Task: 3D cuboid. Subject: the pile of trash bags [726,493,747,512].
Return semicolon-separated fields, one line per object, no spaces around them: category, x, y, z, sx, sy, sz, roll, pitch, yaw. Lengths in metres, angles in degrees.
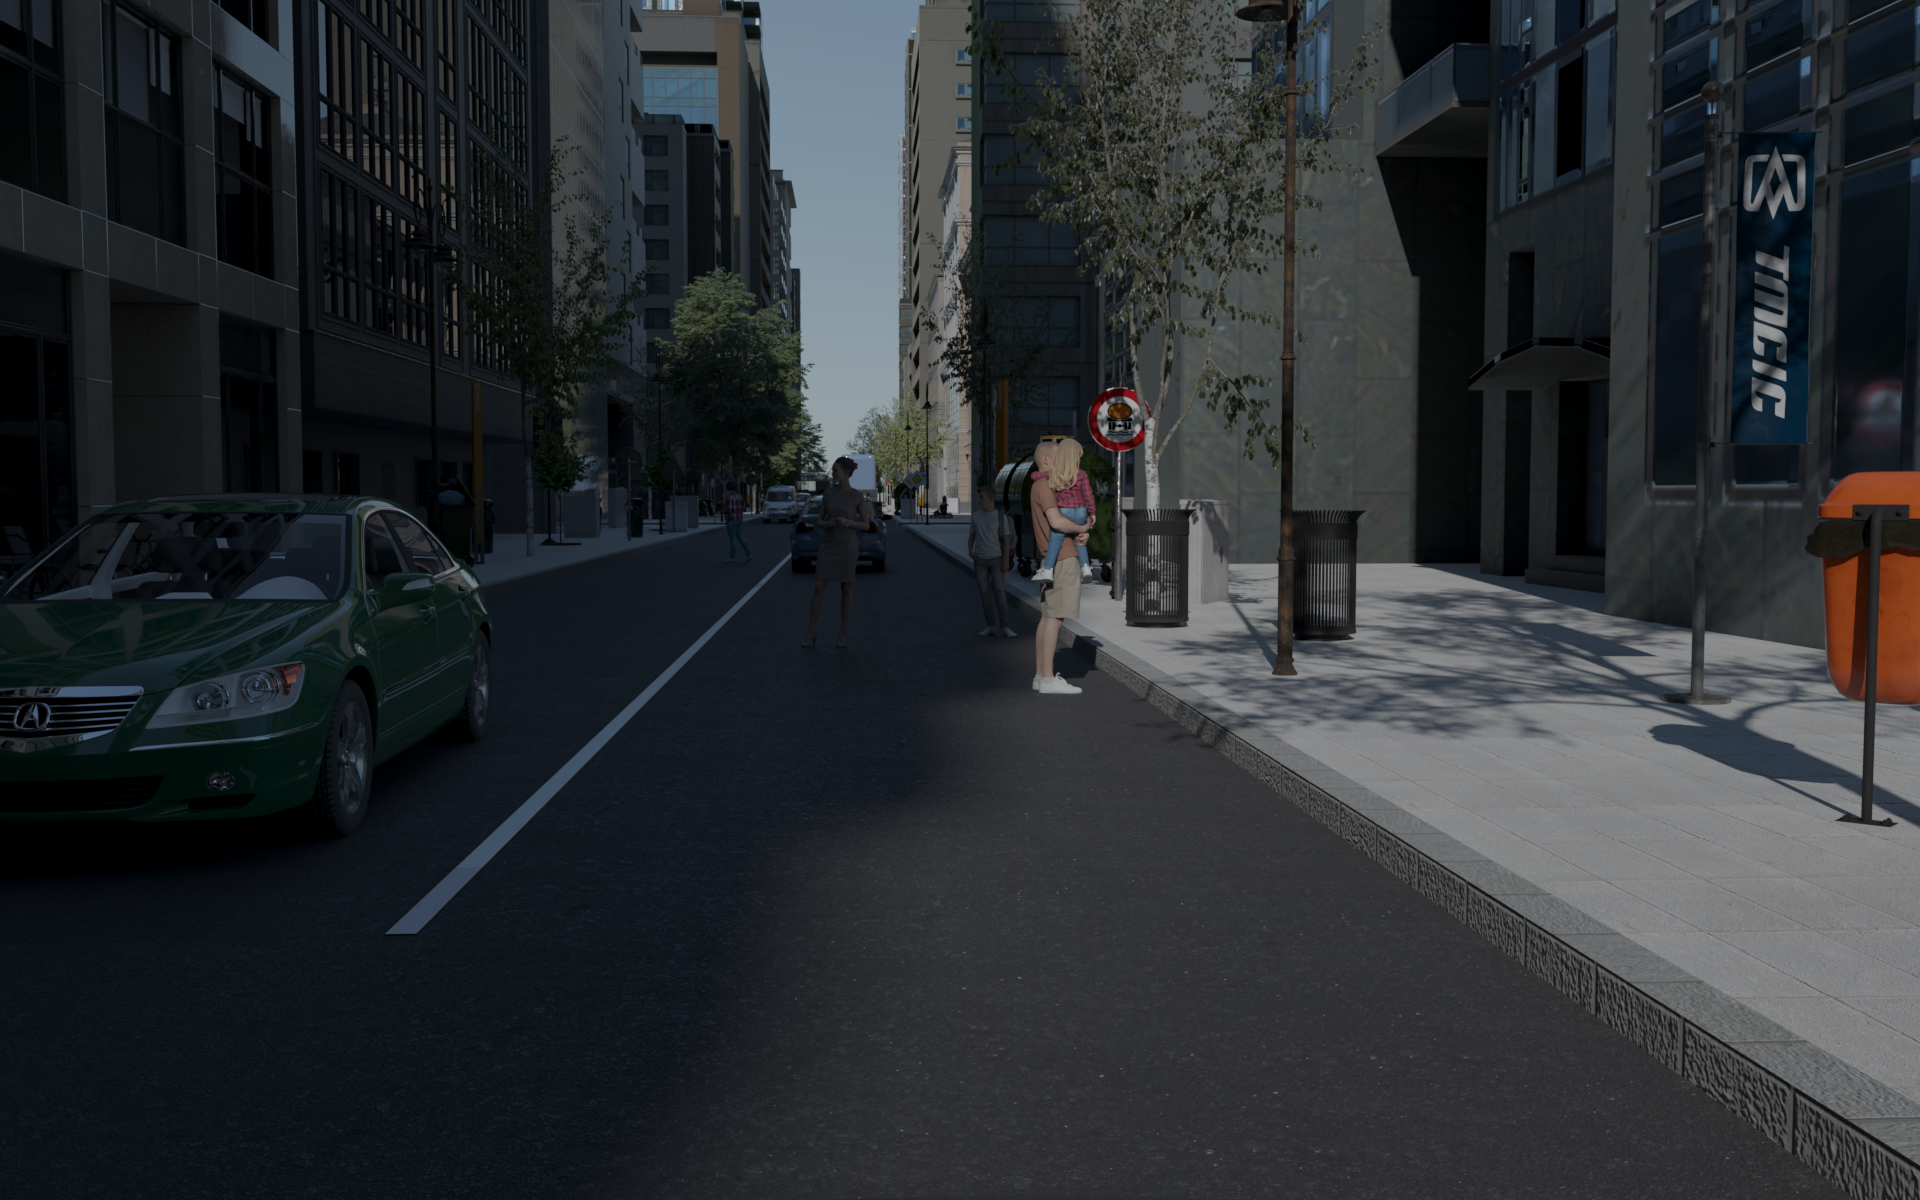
pile of trash bags;-15.953;-6.784;120.668;1.912;1.369;3.447;0;4;4

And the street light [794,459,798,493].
street light;-17.514;-12.982;185.046;0.468;5.910;1.993;0;4;-4

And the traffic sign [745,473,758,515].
traffic sign;-12.834;-6.517;106.661;0.768;2.556;0.104;0;4;0

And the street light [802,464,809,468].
street light;-19.344;-14.800;214.769;0.468;5.910;1.993;0;4;-4

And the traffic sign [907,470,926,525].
traffic sign;-1.771;-4.147;71.453;0.795;2.450;0.064;0;4;-4

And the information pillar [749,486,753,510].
information pillar;-17.010;-8.372;141.370;0.304;2.012;0.304;0;4;0

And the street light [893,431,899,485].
street light;-4.606;-9.274;124.415;0.468;5.910;1.993;0;4;-4

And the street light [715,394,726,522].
street light;-11.012;-6.552;79.918;0.468;5.910;1.993;0;4;-4

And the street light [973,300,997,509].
street light;0.587;-4.195;41.371;0.468;5.910;1.993;0;4;-4

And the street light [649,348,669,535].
street light;-9.491;-5.016;54.802;0.468;5.910;1.993;0;4;-4

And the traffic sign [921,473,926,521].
traffic sign;-1.787;-4.821;80.949;0.606;2.300;0.079;0;4;0

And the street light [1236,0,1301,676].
street light;2.307;-2.406;12.128;0.468;5.910;1.993;0;4;-4

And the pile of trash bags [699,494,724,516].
pile of trash bags;-15.848;-5.566;100.753;3.447;1.369;1.912;2;4;29

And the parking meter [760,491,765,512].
parking meter;-14.214;-7.121;124.836;0.372;1.533;0.369;0;3;0

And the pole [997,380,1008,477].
pole;0.764;-2.281;31.132;0.158;3.312;0.155;0;3;0

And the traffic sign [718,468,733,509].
traffic sign;-11.424;-5.147;84.261;0.768;2.556;0.104;0;4;-2

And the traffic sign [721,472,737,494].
traffic sign;-10.542;-4.605;78.935;0.795;2.450;0.064;0;4;-4

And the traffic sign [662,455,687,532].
traffic sign;-9.616;-3.557;58.166;0.884;2.594;0.081;0;4;4

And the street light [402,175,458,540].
street light;-7.775;-3.228;25.559;0.468;5.910;1.993;0;4;-4

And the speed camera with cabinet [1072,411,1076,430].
speed camera with cabinet;2.105;-2.862;41.133;2.038;3.252;0.660;-1;4;-14

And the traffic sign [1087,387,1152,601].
traffic sign;1.903;-1.261;20.729;0.768;2.556;0.104;0;4;1

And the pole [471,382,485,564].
pole;-8.797;-2.309;31.588;0.158;3.312;0.155;0;3;0

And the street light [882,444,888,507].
street light;-6.405;-11.062;153.653;0.468;5.910;1.993;0;4;-4

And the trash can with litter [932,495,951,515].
trash can with litter;-0.891;-5.724;104.646;1.678;1.210;2.233;-1;4;-8

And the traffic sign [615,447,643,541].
traffic sign;-9.019;-2.880;47.195;0.768;2.556;0.104;0;4;1

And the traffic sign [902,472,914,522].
traffic sign;-2.262;-4.635;79.423;0.795;2.450;0.064;0;4;-4

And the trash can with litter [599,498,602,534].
trash can with litter;-11.831;-2.673;55.093;0.624;1.170;1.055;-3;5;-43

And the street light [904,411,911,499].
street light;-2.855;-7.483;95.126;0.468;5.910;1.993;0;4;-4

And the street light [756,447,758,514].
street light;-12.867;-8.377;109.751;0.468;5.910;1.993;0;4;-4

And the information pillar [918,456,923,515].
information pillar;-2.385;-7.064;106.859;0.183;3.616;0.504;-2;4;-27

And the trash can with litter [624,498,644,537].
trash can with litter;-9.749;-2.452;51.483;0.624;1.170;1.055;-1;4;-21

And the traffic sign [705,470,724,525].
traffic sign;-10.050;-4.118;70.965;0.795;2.450;0.064;0;4;-4

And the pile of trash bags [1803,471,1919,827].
pile of trash bags;4.735;0.233;5.948;3.447;1.369;1.912;3;5;42

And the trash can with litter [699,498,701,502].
trash can with litter;-17.756;-6.368;115.502;0.624;1.170;1.055;2;4;26

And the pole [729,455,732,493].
pole;-12.099;-5.969;91.435;0.158;3.312;0.155;0;3;0

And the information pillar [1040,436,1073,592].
information pillar;1.225;-1.072;22.019;0.304;2.012;0.304;-2;4;-33

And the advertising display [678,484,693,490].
advertising display;-17.699;-6.519;111.803;0.974;1.923;0.123;1;4;12

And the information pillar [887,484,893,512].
information pillar;-5.132;-7.513;127.322;0.304;2.012;0.304;-3;5;-41

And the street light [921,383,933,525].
street light;-1.348;-6.012;71.078;0.468;5.910;1.993;0;4;-4

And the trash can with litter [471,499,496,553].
trash can with litter;-10.496;-1.592;37.422;1.055;1.170;0.624;3;5;44

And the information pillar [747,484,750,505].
information pillar;-17.507;-9.358;144.365;0.504;3.616;0.183;2;4;29
